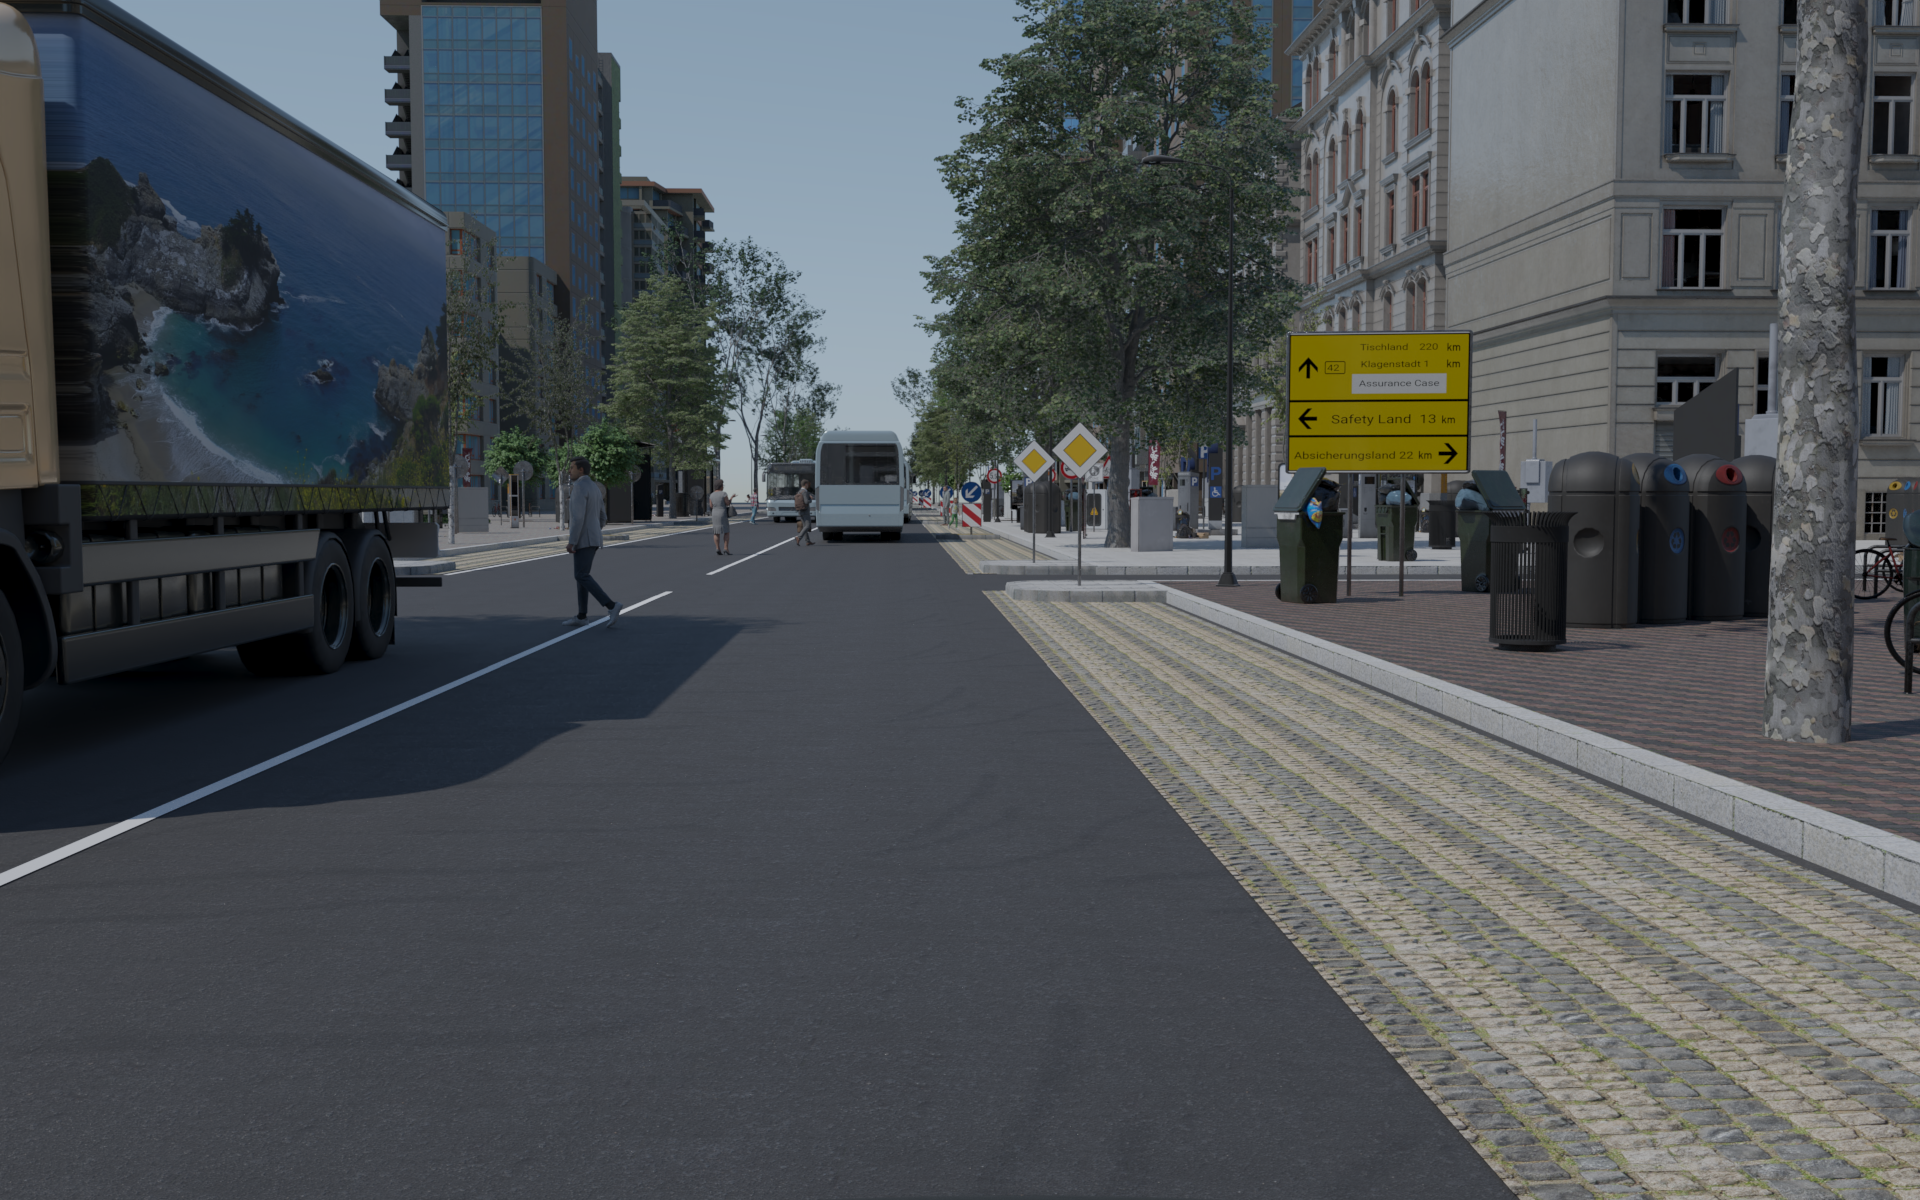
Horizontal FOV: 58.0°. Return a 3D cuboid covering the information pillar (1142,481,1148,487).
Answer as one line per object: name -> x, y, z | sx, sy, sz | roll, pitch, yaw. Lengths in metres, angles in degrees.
information pillar -> 10.417, -5.677, 97.304 | 0.304, 2.012, 0.304 | 2, 4, 28

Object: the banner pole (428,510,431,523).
banner pole -> -17.056, -3.997, 55.368 | 0.401, 3.779, 0.863 | -2, 4, -32

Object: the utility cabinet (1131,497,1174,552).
utility cabinet -> 4.289, -1.685, 38.710 | 1.020, 1.237, 0.306 | -2, 4, -34

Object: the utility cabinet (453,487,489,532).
utility cabinet -> -16.277, -2.985, 57.479 | 1.173, 1.500, 0.318 | -2, 4, -28

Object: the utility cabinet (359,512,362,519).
utility cabinet -> -14.238, -1.909, 39.899 | 1.173, 1.500, 0.318 | -2, 4, -28

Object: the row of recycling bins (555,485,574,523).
row of recycling bins -> -17.522, -4.310, 77.587 | 1.069, 1.692, 3.534 | -1, 4, -21

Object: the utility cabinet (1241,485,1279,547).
utility cabinet -> 7.313, -1.996, 41.313 | 1.173, 1.500, 0.318 | -1, 4, -14

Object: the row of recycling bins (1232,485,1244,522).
row of recycling bins -> 13.883, -4.422, 79.419 | 3.534, 1.692, 1.069 | -2, 4, -33

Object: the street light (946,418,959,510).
street light -> 0.066, -8.181, 106.297 | 1.470, 5.913, 1.316 | 0, 4, -2

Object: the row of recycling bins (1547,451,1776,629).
row of recycling bins -> 7.234, -0.641, 17.590 | 3.534, 1.692, 1.069 | -2, 4, -33

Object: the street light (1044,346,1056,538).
street light -> 2.130, -4.794, 50.923 | 1.470, 5.913, 1.316 | 0, 4, -2

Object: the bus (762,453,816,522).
bus -> -8.278, -5.868, 90.798 | 2.948, 3.499, 13.247 | 0, 4, 0

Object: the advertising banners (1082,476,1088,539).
advertising banners -> 3.572, -3.274, 49.711 | 0.090, 3.025, 2.074 | 0, 4, 7

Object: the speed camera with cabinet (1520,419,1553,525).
speed camera with cabinet -> 15.825, -3.129, 45.493 | 2.038, 3.252, 0.660 | 3, 4, 38

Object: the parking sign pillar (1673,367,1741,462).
parking sign pillar -> 16.125, -2.993, 37.414 | 1.447, 3.967, 1.447 | 3, 5, 42

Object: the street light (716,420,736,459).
street light -> -14.666, -8.291, 108.097 | 1.470, 5.913, 1.316 | 0, 4, -2

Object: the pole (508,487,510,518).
pole -> -24.165, -6.061, 92.944 | 0.158, 3.312, 0.155 | 0, 3, 0

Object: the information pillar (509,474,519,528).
information pillar -> -16.682, -3.688, 64.793 | 0.304, 2.012, 0.304 | -2, 4, -23

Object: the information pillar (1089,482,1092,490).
information pillar -> 5.894, -5.287, 77.804 | 0.183, 3.616, 0.504 | -1, 4, -12

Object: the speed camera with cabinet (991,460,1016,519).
speed camera with cabinet -> 2.402, -5.792, 89.042 | 2.038, 3.252, 0.660 | 3, 4, 39

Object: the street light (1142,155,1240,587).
street light -> 3.190, -3.142, 23.918 | 1.470, 5.913, 1.316 | 0, 4, -2

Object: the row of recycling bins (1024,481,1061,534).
row of recycling bins -> 2.680, -3.081, 57.485 | 1.069, 1.692, 3.534 | 0, 4, -5

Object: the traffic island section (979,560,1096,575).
traffic island section -> 1.395, -0.607, 32.207 | 2.009, 0.180, 2.903 | 0, 4, -2

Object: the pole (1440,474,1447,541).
pole -> 12.089, -3.022, 43.258 | 0.158, 3.312, 0.155 | 0, 3, 0

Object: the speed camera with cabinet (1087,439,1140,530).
speed camera with cabinet -> 5.447, -4.153, 62.239 | 2.038, 3.252, 0.660 | 3, 5, 39

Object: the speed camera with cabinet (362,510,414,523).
speed camera with cabinet -> -13.188, -2.690, 38.324 | 2.038, 3.252, 0.660 | -3, 5, -41

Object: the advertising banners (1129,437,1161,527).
advertising banners -> 5.385, -3.487, 53.203 | 0.090, 3.025, 2.074 | -3, 5, -44

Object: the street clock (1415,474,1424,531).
street clock -> 15.997, -3.434, 60.720 | 0.358, 2.002, 0.471 | -3, 5, -44

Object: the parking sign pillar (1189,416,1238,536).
parking sign pillar -> 7.980, -4.015, 54.115 | 1.447, 3.967, 1.447 | 0, 4, 7

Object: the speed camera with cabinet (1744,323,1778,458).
speed camera with cabinet -> 8.890, -1.553, 19.735 | 2.038, 3.252, 0.660 | -2, 4, -23

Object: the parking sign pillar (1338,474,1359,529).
parking sign pillar -> 14.498, -4.646, 64.427 | 1.447, 3.967, 1.447 | 2, 4, 31

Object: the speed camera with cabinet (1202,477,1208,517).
speed camera with cabinet -> 13.962, -6.293, 97.221 | 0.660, 3.252, 2.038 | 1, 4, 13

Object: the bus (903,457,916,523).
bus -> -3.790, -5.762, 89.073 | 2.948, 3.499, 13.247 | 0, 4, -1

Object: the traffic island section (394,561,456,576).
traffic island section -> -10.489, -0.581, 31.775 | 2.009, 0.180, 2.903 | 0, 4, -2

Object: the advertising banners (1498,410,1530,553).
advertising banners -> 11.798, -2.494, 36.969 | 0.090, 3.025, 2.074 | 3, 4, 36

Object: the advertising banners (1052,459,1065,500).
advertising banners -> 4.904, -5.521, 86.454 | 0.090, 3.025, 2.074 | 1, 4, 23

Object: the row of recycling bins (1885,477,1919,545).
row of recycling bins -> 22.457, -2.028, 40.264 | 1.069, 1.692, 3.534 | 1, 4, 14

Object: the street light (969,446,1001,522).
street light -> 1.165, -6.459, 78.147 | 1.470, 5.913, 1.316 | 0, 4, -2

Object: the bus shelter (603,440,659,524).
bus shelter -> -14.923, -5.336, 78.525 | 1.731, 3.624, 6.357 | 0, 4, -2

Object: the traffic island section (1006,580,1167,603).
traffic island section -> 1.689, -0.119, 24.227 | 2.009, 0.180, 2.903 | 0, 4, -2

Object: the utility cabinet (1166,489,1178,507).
utility cabinet -> 10.266, -4.535, 82.832 | 0.318, 1.500, 1.173 | -1, 4, -22

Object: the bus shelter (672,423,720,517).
bus shelter -> -15.444, -7.518, 100.545 | 2.179, 5.291, 8.768 | 0, 4, -2

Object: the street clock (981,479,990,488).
street clock -> 1.269, -4.971, 85.850 | 0.358, 2.002, 0.471 | 3, 5, 43

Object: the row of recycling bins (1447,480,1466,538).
row of recycling bins -> 15.299, -2.780, 52.571 | 1.069, 1.692, 3.534 | 1, 4, 23

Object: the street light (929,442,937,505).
street light -> -1.797, -11.213, 155.871 | 1.470, 5.913, 1.316 | 0, 4, -2

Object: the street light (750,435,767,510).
street light -> -15.783, -9.981, 135.737 | 1.470, 5.913, 1.316 | 0, 4, -2

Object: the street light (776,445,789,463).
street light -> -16.738, -11.647, 162.961 | 1.470, 5.913, 1.316 | 0, 4, -2

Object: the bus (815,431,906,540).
bus -> -3.180, -3.786, 56.757 | 2.948, 3.499, 13.247 | 0, 4, -2

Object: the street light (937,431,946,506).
street light -> -0.750, -9.542, 128.550 | 1.470, 5.913, 1.316 | 0, 4, -2

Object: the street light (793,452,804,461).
street light -> -17.871, -13.396, 191.563 | 1.470, 5.913, 1.316 | 0, 4, -2

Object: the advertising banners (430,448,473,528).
advertising banners -> -19.047, -4.207, 64.968 | 0.090, 3.025, 2.074 | 2, 4, 33
